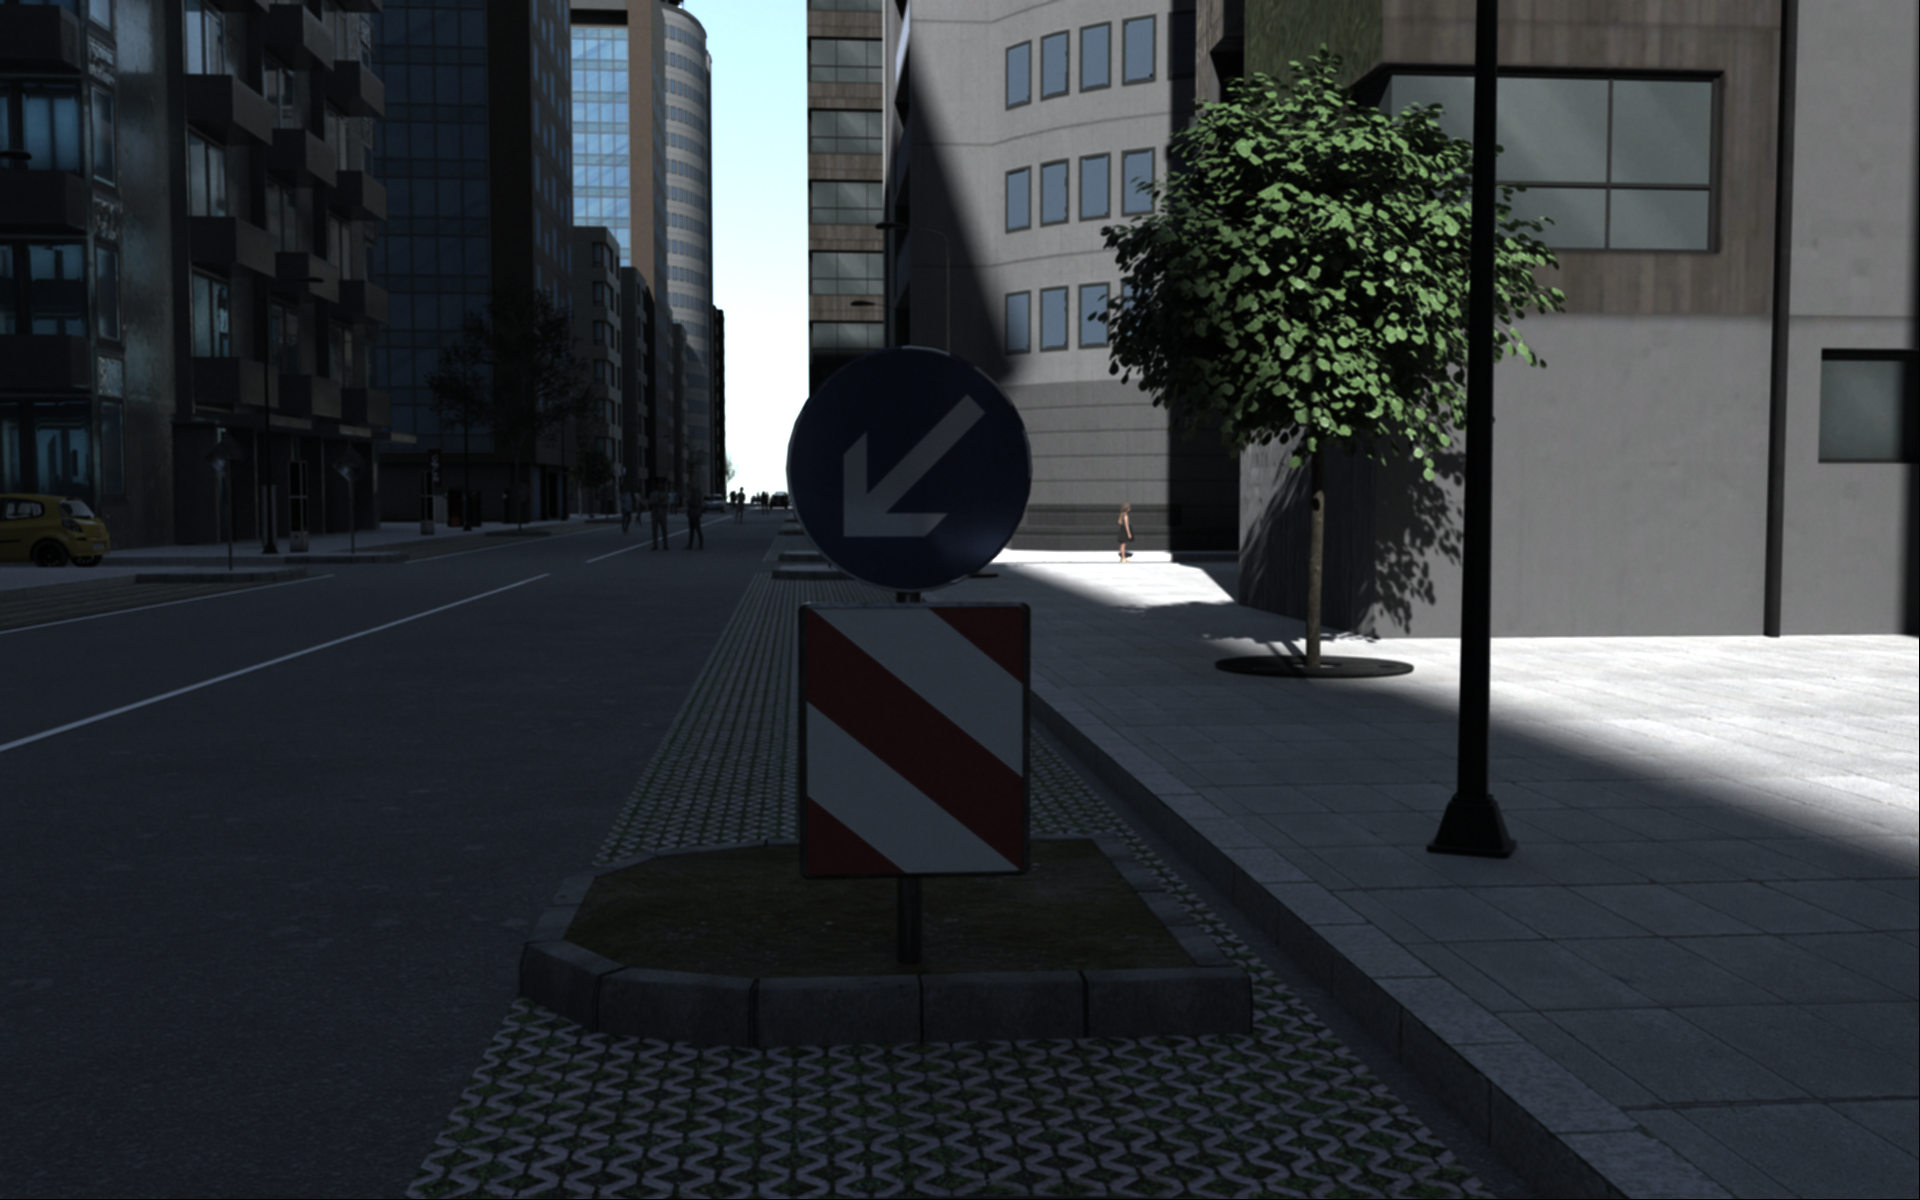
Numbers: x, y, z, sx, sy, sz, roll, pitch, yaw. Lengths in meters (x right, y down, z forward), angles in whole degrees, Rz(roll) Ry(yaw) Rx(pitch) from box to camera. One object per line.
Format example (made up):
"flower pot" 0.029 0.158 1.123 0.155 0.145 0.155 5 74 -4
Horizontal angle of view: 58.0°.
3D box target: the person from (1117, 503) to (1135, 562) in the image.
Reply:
"person" 3.506 -1.428 36.523 0.373 1.253 0.362 0 4 -2

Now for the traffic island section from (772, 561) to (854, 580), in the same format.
"traffic island section" -2.236 -0.475 30.047 2.009 0.180 2.903 0 4 -5

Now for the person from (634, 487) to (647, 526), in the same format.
"person" -14.222 -4.131 76.632 0.643 1.750 0.593 -3 5 -41

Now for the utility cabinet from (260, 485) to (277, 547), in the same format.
"utility cabinet" -16.615 -2.014 41.601 0.318 1.500 1.173 -2 4 -24

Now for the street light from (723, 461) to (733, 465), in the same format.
"street light" -35.541 -17.939 265.843 1.470 5.913 1.316 0 4 -5

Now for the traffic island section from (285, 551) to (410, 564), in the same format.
"traffic island section" -13.016 -0.905 37.083 2.009 0.180 2.903 0 4 -5

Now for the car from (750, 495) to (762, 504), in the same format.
"car" -30.527 -15.149 260.264 1.945 1.354 3.894 0 4 -4

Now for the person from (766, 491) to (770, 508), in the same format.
"person" -20.404 -10.688 183.968 1.217 1.735 0.721 3 5 43

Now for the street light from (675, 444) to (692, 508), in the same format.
"street light" -25.781 -11.486 160.338 1.470 5.913 1.316 0 4 -5

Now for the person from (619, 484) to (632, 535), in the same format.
"person" -11.798 -3.200 61.085 0.793 1.790 0.793 0 4 -4

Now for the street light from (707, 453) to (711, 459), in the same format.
"street light" -29.045 -13.652 195.743 1.470 5.913 1.316 0 4 -5

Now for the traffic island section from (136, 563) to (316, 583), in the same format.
"traffic island section" -12.285 -0.419 29.131 2.009 0.180 2.903 0 4 -5

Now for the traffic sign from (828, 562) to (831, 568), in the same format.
"traffic sign" -2.259 -1.610 29.967 0.795 2.450 0.064 0 4 -5

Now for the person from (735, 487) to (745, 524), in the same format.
"person" -10.492 -4.522 82.773 0.599 1.781 0.374 -2 4 -29

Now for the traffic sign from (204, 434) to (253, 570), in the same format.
"traffic sign" -12.263 -1.555 29.071 0.795 2.450 0.064 0 4 -5

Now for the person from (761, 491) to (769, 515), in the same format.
"person" -13.421 -6.676 119.114 0.415 1.643 0.593 3 5 44

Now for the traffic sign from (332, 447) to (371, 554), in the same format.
"traffic sign" -12.994 -2.042 37.023 0.795 2.450 0.064 0 4 -5

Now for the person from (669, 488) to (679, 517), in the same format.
"person" -18.053 -6.151 109.091 0.660 1.820 0.620 0 4 -7

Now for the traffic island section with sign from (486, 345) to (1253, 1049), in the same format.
"traffic island section with sign" -0.306 0.197 5.415 1.989 1.847 2.006 0 4 -5

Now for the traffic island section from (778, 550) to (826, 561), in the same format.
"traffic island section" -2.967 -0.961 37.998 2.009 0.180 2.903 0 4 -5

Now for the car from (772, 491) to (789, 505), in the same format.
"car" -23.126 -13.140 223.513 2.281 1.827 5.304 0 4 -7

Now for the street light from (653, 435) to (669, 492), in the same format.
"street light" -23.721 -10.067 137.141 1.470 5.913 1.316 0 4 -5

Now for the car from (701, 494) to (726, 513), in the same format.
"car" -18.936 -7.396 132.929 2.014 1.417 4.499 0 4 -6

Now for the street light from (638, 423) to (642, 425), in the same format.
"street light" -21.529 -8.617 113.434 1.470 5.913 1.316 0 4 -5

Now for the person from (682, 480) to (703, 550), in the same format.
"person" -6.868 -2.193 44.540 0.526 1.800 0.537 -1 4 -15

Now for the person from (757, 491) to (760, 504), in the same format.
"person" -28.740 -14.582 246.932 0.705 1.822 1.348 0 4 2

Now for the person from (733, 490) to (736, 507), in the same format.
"person" -24.095 -10.800 185.070 0.705 1.826 1.348 0 4 4

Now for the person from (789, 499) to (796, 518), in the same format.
"person" -9.689 -5.704 101.873 0.709 1.813 0.853 -1 4 -15

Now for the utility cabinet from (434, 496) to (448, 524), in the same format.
"utility cabinet" -22.687 -3.961 75.930 0.306 1.237 1.020 2 4 32

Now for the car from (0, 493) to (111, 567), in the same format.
"car" -18.381 -1.388 32.912 3.980 1.641 2.015 0 4 -3

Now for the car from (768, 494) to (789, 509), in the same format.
"car" -17.463 -9.591 166.597 2.009 1.686 4.222 0 4 -7

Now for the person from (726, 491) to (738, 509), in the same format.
"person" -21.514 -9.435 163.582 1.217 1.723 0.721 -1 4 -19

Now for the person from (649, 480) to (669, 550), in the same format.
"person" -7.715 -2.186 44.426 0.511 1.800 0.466 -1 4 -16
